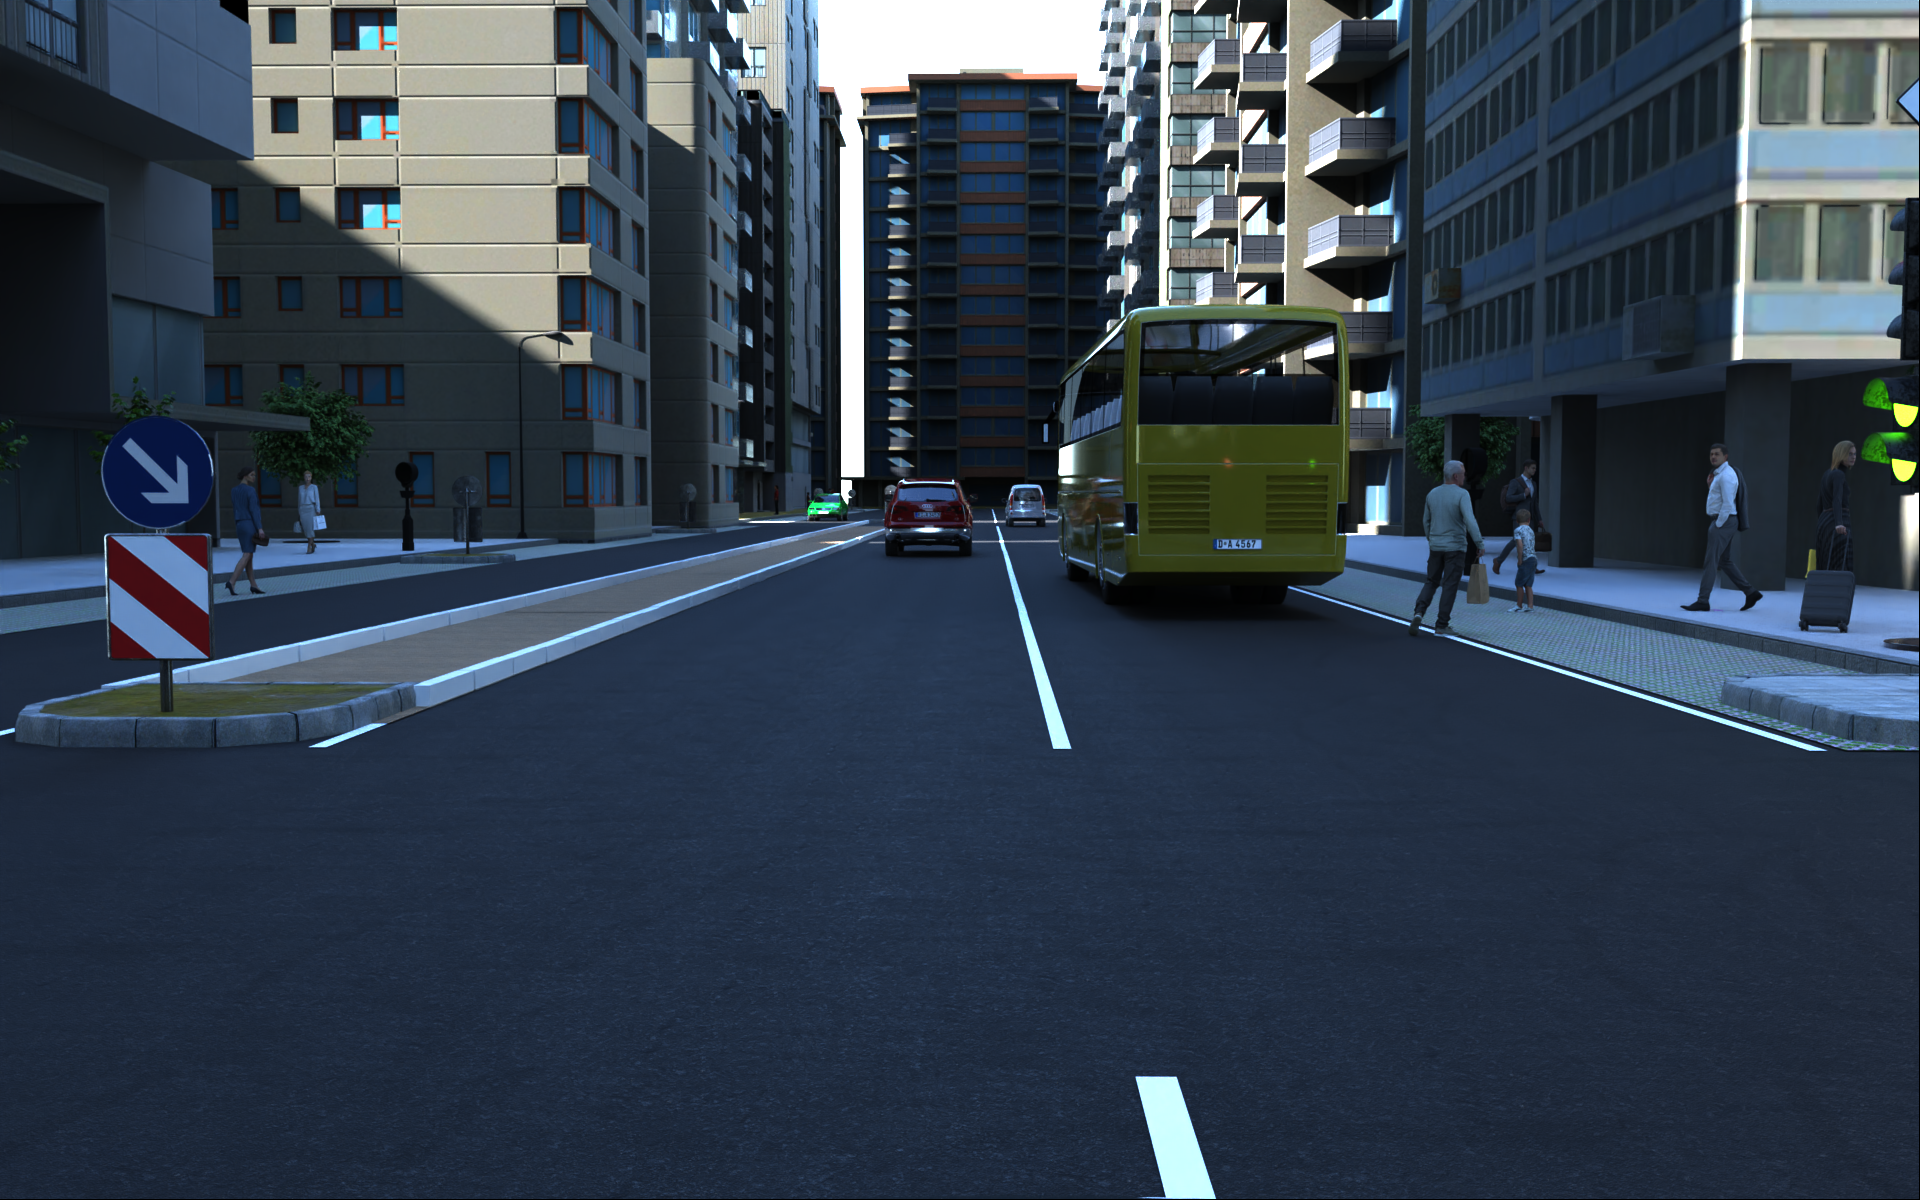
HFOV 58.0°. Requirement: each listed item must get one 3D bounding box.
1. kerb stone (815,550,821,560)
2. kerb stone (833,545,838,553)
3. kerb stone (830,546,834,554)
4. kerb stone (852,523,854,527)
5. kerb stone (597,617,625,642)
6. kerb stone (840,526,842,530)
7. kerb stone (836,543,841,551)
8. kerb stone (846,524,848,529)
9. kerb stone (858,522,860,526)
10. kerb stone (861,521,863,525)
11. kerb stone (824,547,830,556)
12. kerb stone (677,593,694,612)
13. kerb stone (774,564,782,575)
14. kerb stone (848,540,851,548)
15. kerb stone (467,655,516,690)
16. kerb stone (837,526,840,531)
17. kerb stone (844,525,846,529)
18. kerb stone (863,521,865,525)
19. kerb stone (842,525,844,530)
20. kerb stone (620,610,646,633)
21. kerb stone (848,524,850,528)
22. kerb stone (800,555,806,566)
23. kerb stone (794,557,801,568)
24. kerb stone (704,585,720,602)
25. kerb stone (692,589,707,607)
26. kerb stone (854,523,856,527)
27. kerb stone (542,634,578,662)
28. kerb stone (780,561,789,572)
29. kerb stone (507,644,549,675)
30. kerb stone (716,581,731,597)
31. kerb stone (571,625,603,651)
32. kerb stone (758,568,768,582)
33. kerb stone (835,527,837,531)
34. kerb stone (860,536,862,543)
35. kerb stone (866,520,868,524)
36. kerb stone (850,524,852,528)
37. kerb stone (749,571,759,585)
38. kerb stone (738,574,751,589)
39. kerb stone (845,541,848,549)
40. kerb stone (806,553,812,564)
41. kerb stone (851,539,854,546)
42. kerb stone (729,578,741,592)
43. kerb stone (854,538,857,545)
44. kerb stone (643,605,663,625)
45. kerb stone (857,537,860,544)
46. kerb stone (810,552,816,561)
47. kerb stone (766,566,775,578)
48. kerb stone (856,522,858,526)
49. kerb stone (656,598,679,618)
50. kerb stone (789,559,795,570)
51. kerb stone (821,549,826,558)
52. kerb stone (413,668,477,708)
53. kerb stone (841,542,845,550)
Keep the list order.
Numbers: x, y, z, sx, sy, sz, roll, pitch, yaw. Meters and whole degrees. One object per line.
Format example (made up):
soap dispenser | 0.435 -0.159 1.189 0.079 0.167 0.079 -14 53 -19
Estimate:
kerb stone | -3.185 -0.951 37.748 0.120 0.150 1.000 0 4 1
kerb stone | -3.120 -1.202 41.851 0.120 0.150 1.000 0 4 1
kerb stone | -3.137 -1.140 40.827 0.120 0.150 1.000 0 4 1
kerb stone | -4.714 -3.146 73.647 0.120 0.150 1.000 0 4 1
kerb stone | -3.518 0.309 17.220 0.120 0.150 1.000 0 4 1
kerb stone | -4.807 -2.770 67.489 0.120 0.150 1.000 0 4 1
kerb stone | -3.107 -1.265 42.873 0.120 0.150 1.000 0 4 1
kerb stone | -4.750 -2.959 70.568 0.120 0.150 1.000 0 4 1
kerb stone | -4.654 -3.333 76.715 0.120 0.150 1.000 0 4 1
kerb stone | -4.626 -3.458 78.772 0.120 0.150 1.000 0 4 1
kerb stone | -3.146 -1.076 39.792 0.120 0.150 1.000 0 4 1
kerb stone | -3.457 0.053 21.323 0.120 0.150 1.000 0 4 1
kerb stone | -3.305 -0.511 30.558 0.120 0.150 1.000 0 4 1
kerb stone | -3.053 -1.451 45.957 0.120 0.150 1.000 0 4 1
kerb stone | -3.584 0.555 13.123 0.120 0.150 1.000 0 4 1
kerb stone | -4.824 -2.708 66.467 0.120 0.150 1.000 0 4 1
kerb stone | -4.773 -2.895 69.533 0.120 0.150 1.000 0 4 1
kerb stone | -4.602 -3.523 79.801 0.120 0.150 1.000 0 4 1
kerb stone | -4.793 -2.830 68.511 0.120 0.150 1.000 0 4 1
kerb stone | -3.498 0.242 18.242 0.120 0.150 1.000 0 4 1
kerb stone | -4.745 -3.017 71.595 0.120 0.150 1.000 0 4 1
kerb stone | -3.240 -0.763 34.669 0.120 0.150 1.000 0 4 1
kerb stone | -3.254 -0.694 33.642 0.120 0.150 1.000 0 4 1
kerb stone | -3.417 -0.073 23.388 0.120 0.150 1.000 0 4 1
kerb stone | -3.434 -0.009 22.349 0.120 0.150 1.000 0 4 1
kerb stone | -4.688 -3.209 74.669 0.120 0.150 1.000 0 4 1
kerb stone | -3.547 0.438 15.173 0.120 0.150 1.000 0 4 1
kerb stone | -3.288 -0.571 31.581 0.120 0.150 1.000 0 4 1
kerb stone | -3.569 0.497 14.145 0.120 0.150 1.000 0 4 1
kerb stone | -3.404 -0.136 24.412 0.120 0.150 1.000 0 4 1
kerb stone | -3.533 0.372 16.198 0.120 0.150 1.000 0 4 1
kerb stone | -3.328 -0.385 28.510 0.120 0.150 1.000 0 4 1
kerb stone | -4.847 -2.645 65.441 0.120 0.150 1.000 0 4 1
kerb stone | -2.996 -1.703 50.059 0.120 0.150 1.000 0 4 1
kerb stone | -4.577 -3.649 81.856 0.120 0.150 1.000 0 4 1
kerb stone | -4.723 -3.078 72.617 0.120 0.150 1.000 0 4 1
kerb stone | -3.350 -0.324 27.485 0.120 0.150 1.000 0 4 1
kerb stone | -3.362 -0.261 26.463 0.120 0.150 1.000 0 4 1
kerb stone | -3.069 -1.391 44.933 0.120 0.150 1.000 0 4 1
kerb stone | -3.223 -0.823 35.691 0.120 0.150 1.000 0 4 1
kerb stone | -3.033 -1.516 46.981 0.120 0.150 1.000 0 4 1
kerb stone | -3.385 -0.192 25.434 0.120 0.150 1.000 0 4 1
kerb stone | -3.022 -1.579 48.015 0.120 0.150 1.000 0 4 1
kerb stone | -3.485 0.187 19.265 0.120 0.150 1.000 0 4 1
kerb stone | -3.009 -1.642 49.037 0.120 0.150 1.000 0 4 1
kerb stone | -3.207 -0.888 36.713 0.120 0.150 1.000 0 4 1
kerb stone | -3.324 -0.449 29.535 0.120 0.150 1.000 0 4 1
kerb stone | -4.672 -3.262 75.693 0.120 0.150 1.000 0 4 1
kerb stone | -3.470 0.117 20.287 0.120 0.150 1.000 0 4 1
kerb stone | -3.273 -0.633 32.620 0.120 0.150 1.000 0 4 1
kerb stone | -3.169 -1.013 38.770 0.120 0.150 1.000 0 4 1
kerb stone | -3.603 0.618 12.097 0.120 0.150 1.000 0 4 1
kerb stone | -3.088 -1.327 43.895 0.120 0.150 1.000 0 4 1
